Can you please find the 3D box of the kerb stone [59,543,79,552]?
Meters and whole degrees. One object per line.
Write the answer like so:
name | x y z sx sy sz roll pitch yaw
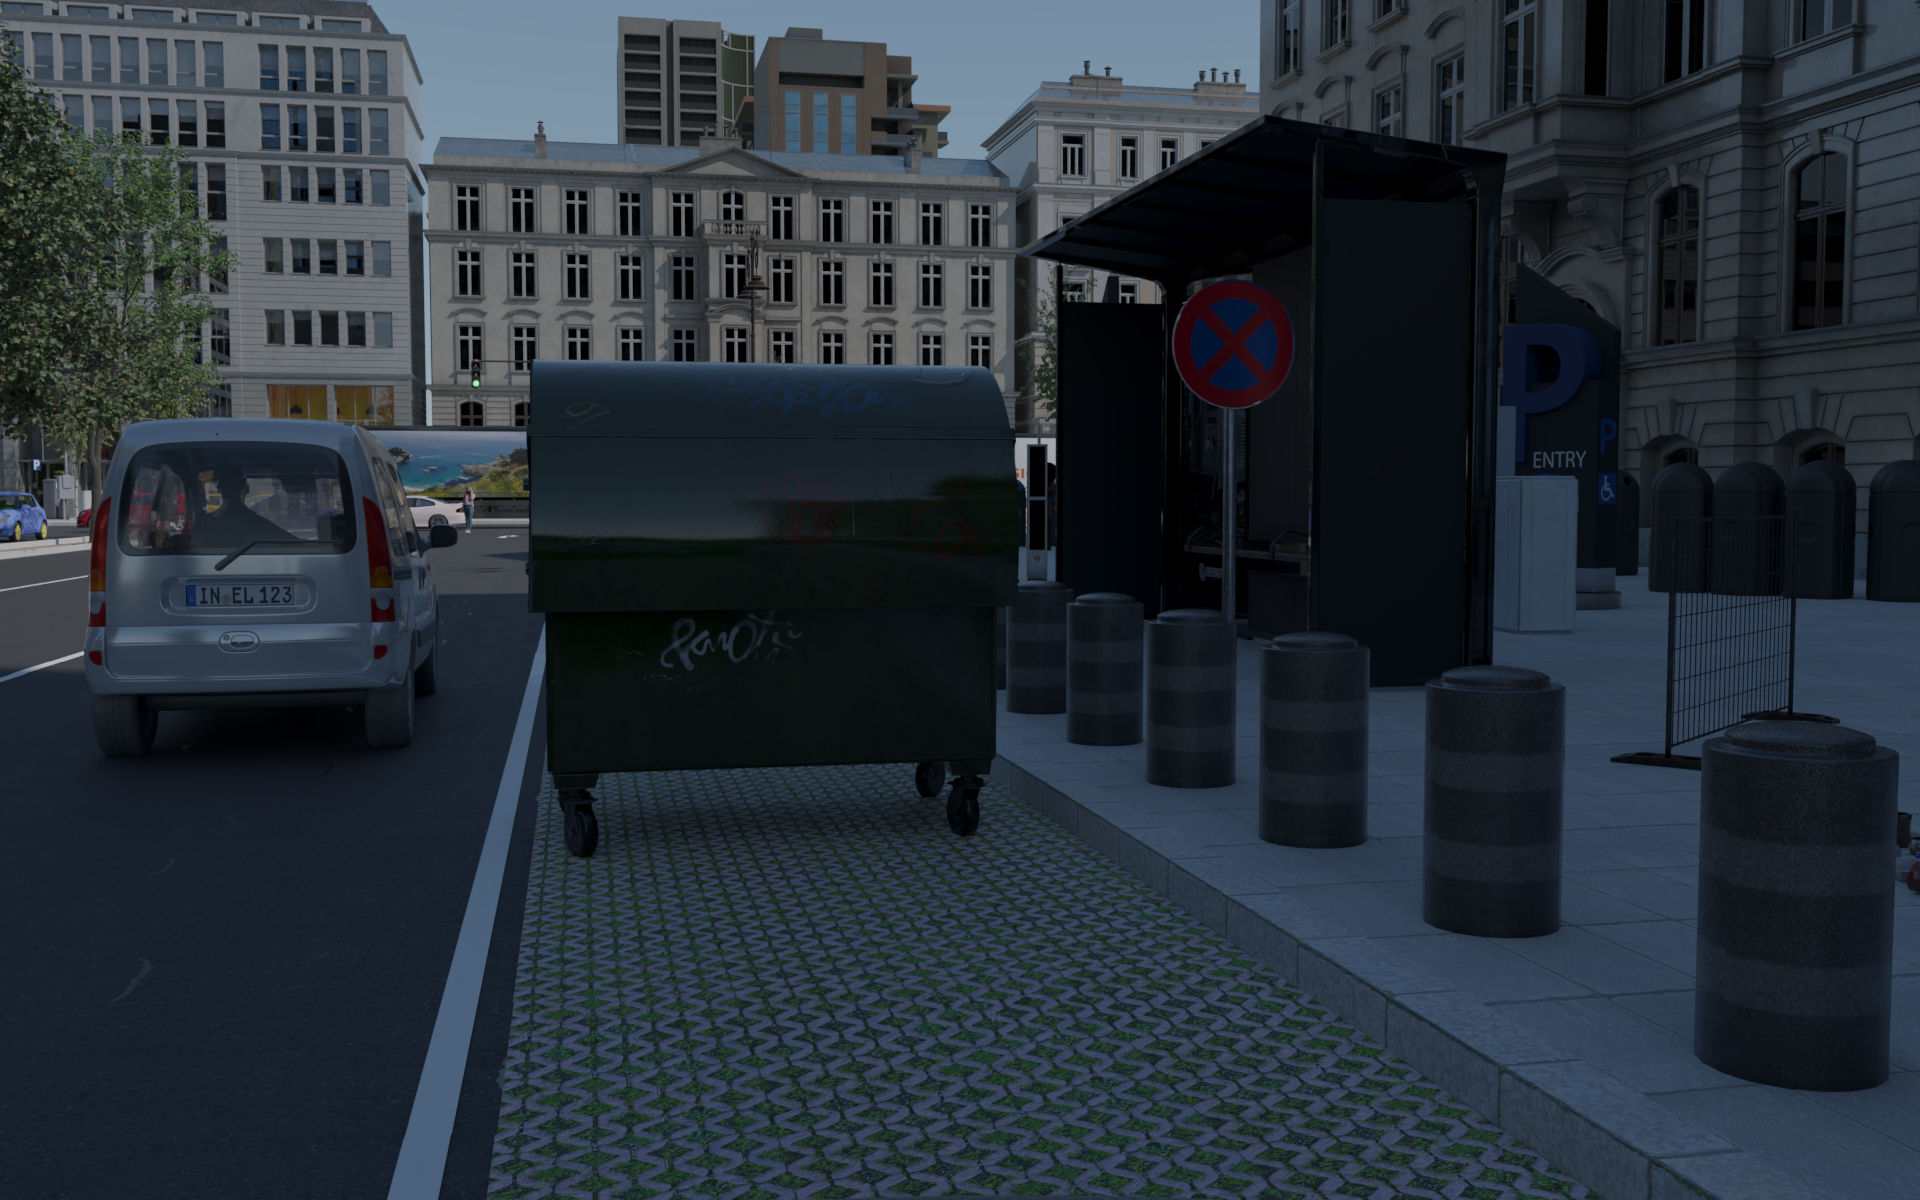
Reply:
kerb stone | -22.124 -1.268 42.954 0.120 0.150 1.000 -1 4 -12

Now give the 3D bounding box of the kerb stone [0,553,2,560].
kerb stone | -21.028 -0.963 37.944 0.120 0.150 1.000 -1 4 -12

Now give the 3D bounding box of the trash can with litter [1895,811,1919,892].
trash can with litter | 3.574 0.331 5.648 1.678 1.210 2.233 -1 4 -10

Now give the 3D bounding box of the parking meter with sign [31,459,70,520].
parking meter with sign | -45.595 -5.545 86.922 1.738 3.016 0.543 1 4 10

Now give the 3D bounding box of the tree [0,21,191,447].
tree | -21.866 -7.155 36.455 9.611 12.733 9.660 0 3 0

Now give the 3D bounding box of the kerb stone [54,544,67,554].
kerb stone | -21.897 -1.205 41.953 0.120 0.150 1.000 -1 4 -12

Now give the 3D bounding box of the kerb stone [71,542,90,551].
kerb stone | -22.357 -1.331 43.957 0.120 0.150 1.000 -1 4 -12

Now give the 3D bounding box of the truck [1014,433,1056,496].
truck | 0.695 -5.602 80.505 11.283 4.237 2.839 -1 4 -14

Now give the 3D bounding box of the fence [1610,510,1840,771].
fence | 4.025 0.137 8.965 0.480 1.192 2.264 3 5 40

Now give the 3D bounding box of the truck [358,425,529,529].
truck | -20.283 -5.110 72.459 11.283 4.237 2.839 -1 4 -12

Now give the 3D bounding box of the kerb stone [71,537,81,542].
kerb stone | -25.937 -1.730 50.552 0.120 0.150 1.000 -1 4 -12

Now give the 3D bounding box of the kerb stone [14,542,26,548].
kerb stone | -24.840 -1.428 45.539 0.120 0.150 1.000 -1 4 -12

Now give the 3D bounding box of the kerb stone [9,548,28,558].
kerb stone | -21.249 -1.024 38.945 0.120 0.150 1.000 -1 4 -12

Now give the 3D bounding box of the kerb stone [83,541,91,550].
kerb stone | -22.559 -1.391 44.970 0.120 0.150 1.000 -1 4 -12

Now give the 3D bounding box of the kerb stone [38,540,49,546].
kerb stone | -25.287 -1.548 47.540 0.120 0.150 1.000 -1 4 -12

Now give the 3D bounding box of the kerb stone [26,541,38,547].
kerb stone | -25.058 -1.489 46.541 0.120 0.150 1.000 -1 4 -12

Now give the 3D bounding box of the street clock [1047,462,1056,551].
street clock | 1.957 -2.118 39.205 0.471 2.002 0.358 -1 4 -11

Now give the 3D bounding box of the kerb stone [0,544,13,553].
kerb stone | -24.620 -1.367 44.538 0.120 0.150 1.000 -1 4 -12

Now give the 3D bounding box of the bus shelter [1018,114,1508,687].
bus shelter | 2.066 -1.388 13.980 1.731 3.624 6.357 -1 4 -12

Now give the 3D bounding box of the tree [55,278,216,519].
tree | -25.780 -6.269 55.324 4.737 8.622 4.395 0 3 0

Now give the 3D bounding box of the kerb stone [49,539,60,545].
kerb stone | -25.504 -1.612 48.545 0.120 0.150 1.000 -1 4 -12

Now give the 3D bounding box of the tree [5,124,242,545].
tree | -24.037 -7.328 48.019 9.928 11.665 9.643 0 3 0

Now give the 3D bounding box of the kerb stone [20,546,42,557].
kerb stone | -21.461 -1.086 39.948 0.120 0.150 1.000 -1 4 -12

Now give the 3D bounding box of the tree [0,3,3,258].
tree | -19.891 -7.198 26.800 9.857 13.997 8.962 0 3 0

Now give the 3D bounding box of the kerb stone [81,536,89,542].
kerb stone | -26.165 -1.793 51.554 0.120 0.150 1.000 -1 4 -12

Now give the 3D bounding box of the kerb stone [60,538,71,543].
kerb stone | -25.719 -1.671 49.550 0.120 0.150 1.000 -1 4 -12

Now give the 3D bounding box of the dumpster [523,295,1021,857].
dumpster | -0.841 -0.150 7.408 1.985 2.255 1.502 -1 4 -12

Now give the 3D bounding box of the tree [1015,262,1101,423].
tree | 3.600 -6.375 54.597 4.737 8.622 4.395 0 3 0

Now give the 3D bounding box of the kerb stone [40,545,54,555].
kerb stone | -21.685 -1.147 40.949 0.120 0.150 1.000 -1 4 -12

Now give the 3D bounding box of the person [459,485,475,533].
person | -18.164 -3.357 63.979 0.593 1.750 0.643 0 4 7

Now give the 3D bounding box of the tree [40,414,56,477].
tree | -46.060 -8.555 90.237 4.737 8.622 4.395 0 3 0
